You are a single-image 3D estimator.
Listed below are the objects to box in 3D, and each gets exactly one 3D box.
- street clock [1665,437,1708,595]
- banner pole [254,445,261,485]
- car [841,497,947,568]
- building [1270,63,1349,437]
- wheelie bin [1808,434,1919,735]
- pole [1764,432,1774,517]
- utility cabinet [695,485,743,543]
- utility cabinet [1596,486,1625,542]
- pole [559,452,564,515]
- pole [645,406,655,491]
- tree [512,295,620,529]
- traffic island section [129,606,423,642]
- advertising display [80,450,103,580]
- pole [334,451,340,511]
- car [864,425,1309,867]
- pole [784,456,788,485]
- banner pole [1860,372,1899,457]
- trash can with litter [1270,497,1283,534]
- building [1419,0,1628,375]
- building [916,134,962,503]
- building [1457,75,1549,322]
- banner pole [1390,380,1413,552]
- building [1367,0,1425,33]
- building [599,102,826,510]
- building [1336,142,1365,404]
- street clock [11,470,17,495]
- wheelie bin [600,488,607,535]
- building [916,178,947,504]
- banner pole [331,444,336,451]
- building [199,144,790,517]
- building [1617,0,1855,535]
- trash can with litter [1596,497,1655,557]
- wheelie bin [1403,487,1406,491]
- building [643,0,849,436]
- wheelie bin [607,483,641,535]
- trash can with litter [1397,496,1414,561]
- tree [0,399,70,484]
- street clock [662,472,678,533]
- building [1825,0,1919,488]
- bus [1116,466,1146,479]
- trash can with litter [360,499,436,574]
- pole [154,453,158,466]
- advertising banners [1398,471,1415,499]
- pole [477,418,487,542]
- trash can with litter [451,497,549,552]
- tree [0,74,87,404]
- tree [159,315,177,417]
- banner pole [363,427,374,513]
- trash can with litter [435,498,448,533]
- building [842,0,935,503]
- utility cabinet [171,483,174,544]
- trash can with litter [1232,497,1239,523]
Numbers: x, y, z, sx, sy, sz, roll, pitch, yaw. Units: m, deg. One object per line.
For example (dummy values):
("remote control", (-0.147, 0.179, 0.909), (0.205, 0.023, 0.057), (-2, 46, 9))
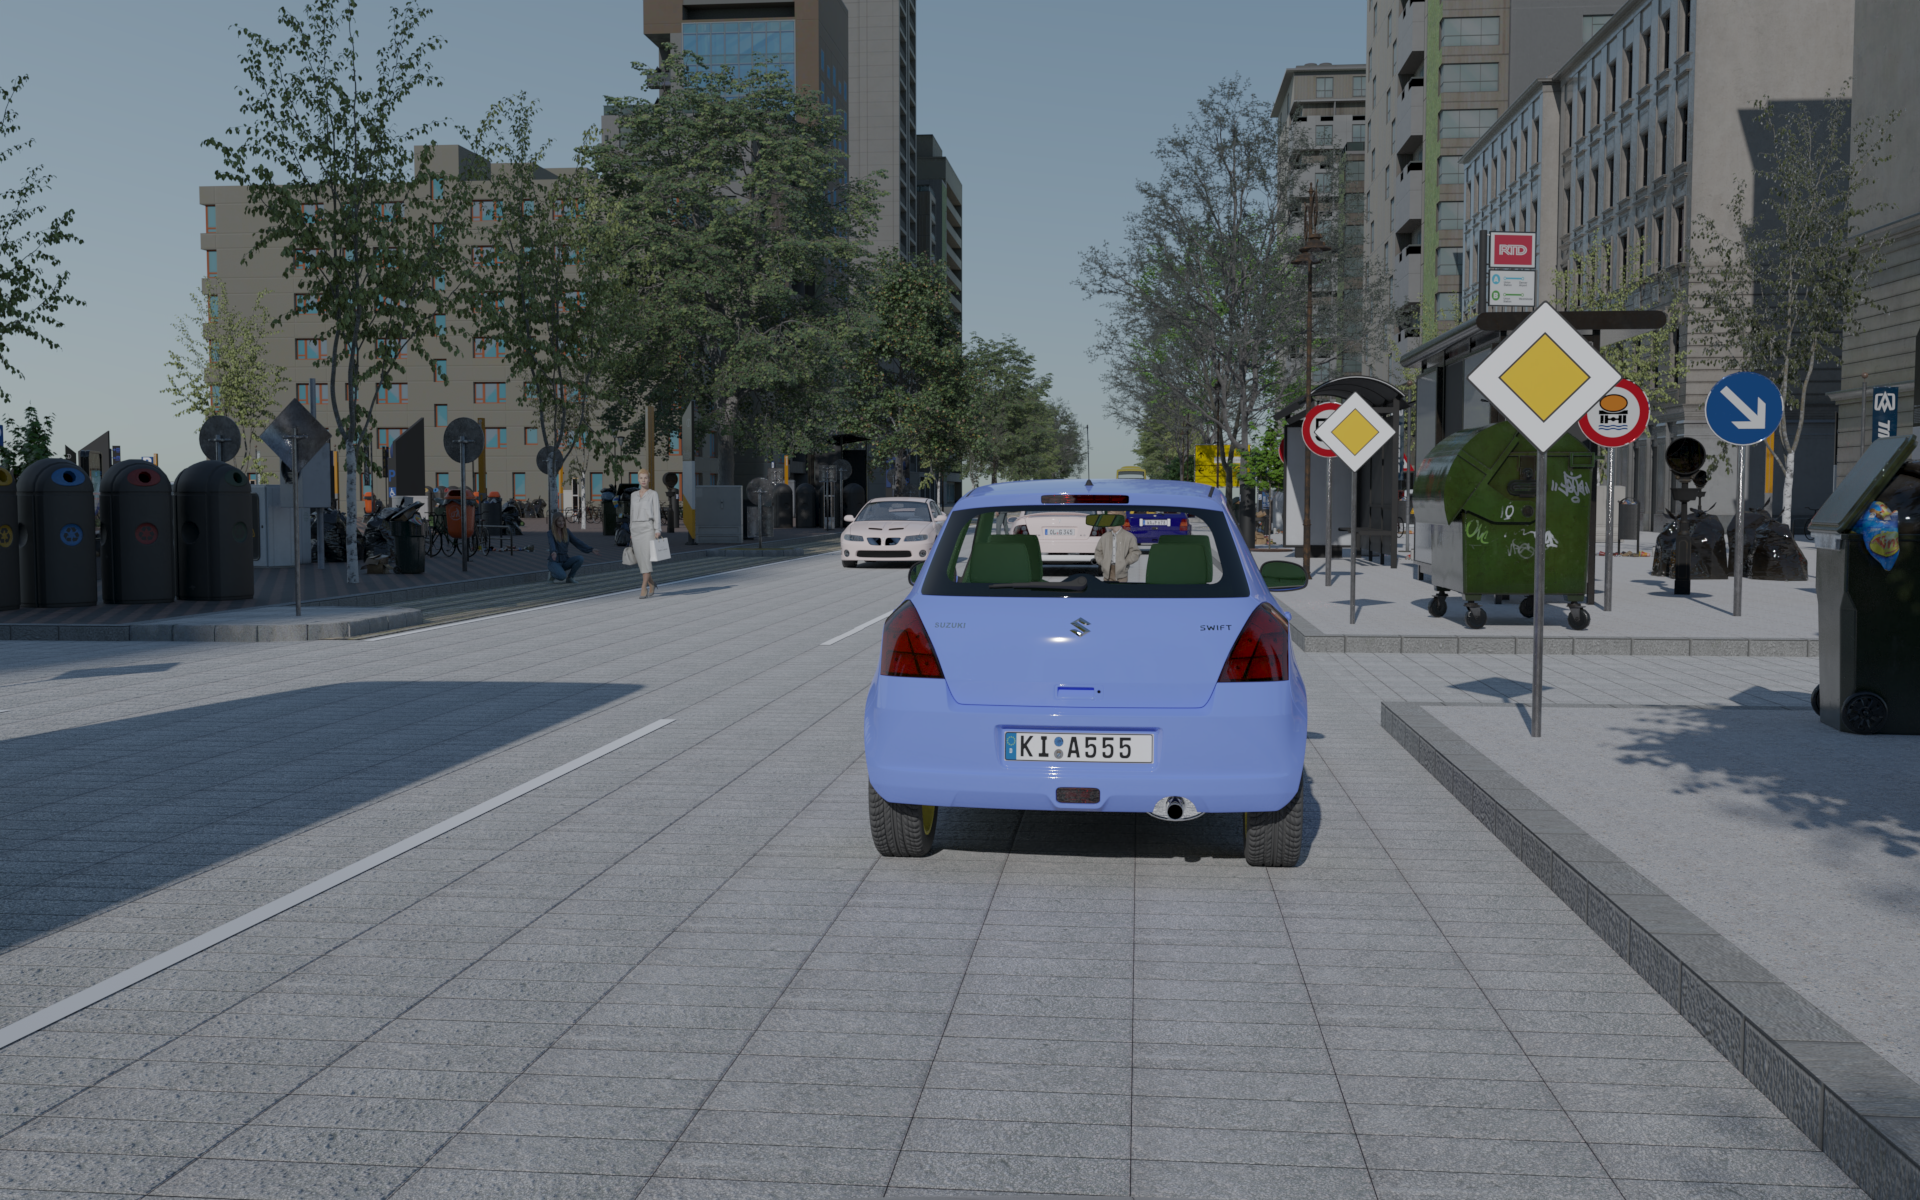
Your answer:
("street clock", (9.237, -1.072, 22.090), (0.471, 2.002, 0.358), (2, 4, 25))
("banner pole", (-35.838, -6.020, 88.445), (0.401, 3.779, 0.863), (-3, 5, -40))
("car", (-1.237, -1.396, 35.189), (2.083, 1.381, 4.827), (0, 4, 5))
("building", (52.778, -37.929, 209.377), (28.713, 52.752, 27.495), (0, 4, 6))
("wheelie bin", (5.063, -0.095, 9.458), (0.693, 1.594, 0.980), (1, 4, 12))
("pole", (18.710, -2.826, 40.054), (0.158, 3.312, 0.155), (0, 3, 0))
("utility cabinet", (-6.187, -2.190, 44.478), (1.173, 1.500, 0.318), (0, 4, 1))
("utility cabinet", (16.856, -2.255, 45.549), (1.173, 1.500, 0.318), (0, 4, -4))
("pole", (-19.136, -5.458, 83.086), (0.158, 3.312, 0.155), (0, 3, 0))
("pole", (-7.204, -2.840, 40.284), (0.158, 3.312, 0.155), (0, 3, 0))
("tree", (-14.045, -6.907, 63.289), (4.360, 8.622, 3.978), (0, 3, 0))
("traffic island section", (-6.989, 0.247, 18.239), (2.009, 0.180, 2.903), (0, 4, 6))
("advertising display", (-12.956, -1.264, 25.884), (0.123, 1.923, 0.974), (-1, 4, -16))
("pole", (-29.721, -5.429, 82.609), (0.158, 3.312, 0.155), (0, 3, 0))
("car", (0.656, 0.095, 8.042), (1.945, 1.707, 3.694), (0, 4, 7))
("pole", (-9.213, -5.998, 91.916), (0.158, 3.312, 0.155), (0, 3, 0))
("banner pole", (18.819, -2.790, 35.641), (0.863, 3.779, 0.401), (1, 4, 20))
("trash can with litter", (10.266, -2.773, 56.390), (1.678, 1.210, 2.233), (2, 4, 27))
("building", (34.473, -25.630, 102.642), (14.154, 41.232, 14.086), (0, 4, 6))
("building", (-11.350, -37.536, 237.408), (21.300, 48.544, 21.600), (0, 4, 6))
("building", (29.746, -14.173, 80.881), (9.793, 20.994, 18.267), (0, 4, 6))
("banner pole", (9.785, -2.959, 38.400), (0.401, 3.779, 0.863), (-2, 4, -28))
("building", (43.849, -32.596, 122.181), (28.713, 52.752, 27.495), (0, 4, 6))
("building", (-18.313, -22.001, 131.425), (14.160, 30.474, 14.107), (0, 4, 6))
("building", (38.310, -22.790, 144.310), (14.160, 30.474, 14.107), (0, 4, 6))
("street clock", (-23.612, -2.388, 43.616), (0.358, 2.002, 0.471), (3, 5, 42))
("wheelie bin", (-10.826, -2.806, 53.779), (0.693, 1.594, 0.980), (-1, 4, -18))
("building", (-9.417, -32.779, 219.525), (14.154, 41.232, 14.086), (0, 4, 6))
("banner pole", (-31.714, -5.952, 87.330), (0.863, 3.779, 0.401), (0, 4, -3))
("building", (-27.407, -16.234, 110.462), (27.650, 21.520, 28.899), (0, 4, 6))
("building", (28.445, -13.060, 62.685), (9.793, 20.994, 18.267), (0, 4, 6))
("trash can with litter", (13.684, -1.527, 36.022), (1.678, 1.210, 2.233), (-2, 4, -26))
("wheelie bin", (20.843, -4.478, 81.127), (0.693, 1.594, 0.980), (1, 4, 15))
("building", (-17.324, -30.313, 145.724), (14.600, 45.320, 14.200), (0, 4, 6))
("wheelie bin", (-9.675, -2.627, 50.862), (0.980, 1.594, 0.693), (-3, 4, -36))
("trash can with litter", (9.680, -1.400, 33.944), (2.233, 1.210, 1.678), (1, 4, 13))
("tree", (-18.529, -2.459, 34.804), (1.663, 3.219, 1.824), (0, 3, 0))
("street clock", (-9.591, -3.229, 57.365), (0.471, 2.002, 0.358), (-2, 4, -34))
("building", (37.826, -13.134, 33.821), (34.723, 24.649, 14.460), (0, 4, 6))
("bus", (14.924, -9.767, 151.243), (2.896, 3.916, 12.252), (0, 4, 5))
("trash can with litter", (-9.113, -1.008, 27.875), (1.055, 1.170, 0.624), (0, 4, -1))
("pole", (-40.331, -5.695, 86.960), (0.158, 3.312, 0.155), (0, 3, 0))
("advertising banners", (20.501, -5.137, 80.173), (2.074, 3.025, 0.090), (1, 4, 10))
("pole", (-12.798, -3.214, 46.392), (0.158, 3.312, 0.155), (0, 3, 0))
("trash can with litter", (-10.240, -1.701, 38.865), (2.233, 1.210, 1.678), (1, 4, 19))
("tree", (-16.811, -4.785, 28.592), (4.737, 8.622, 4.395), (0, 3, 0))
("tree", (-24.339, -6.585, 58.028), (4.737, 8.622, 4.395), (0, 3, 0))
("banner pole", (-21.909, -4.538, 64.206), (0.401, 3.779, 0.863), (0, 4, 7))
("trash can with litter", (-16.455, -2.722, 55.884), (1.055, 1.170, 0.624), (1, 4, 18))
("building", (-13.580, -46.690, 201.634), (20.563, 71.187, 20.611), (0, 4, 6))
("utility cabinet", (-15.641, -1.611, 35.023), (0.318, 1.500, 1.173), (1, 4, 16))
("trash can with litter", (11.897, -3.950, 75.964), (1.055, 1.170, 0.624), (-2, 4, -32))
